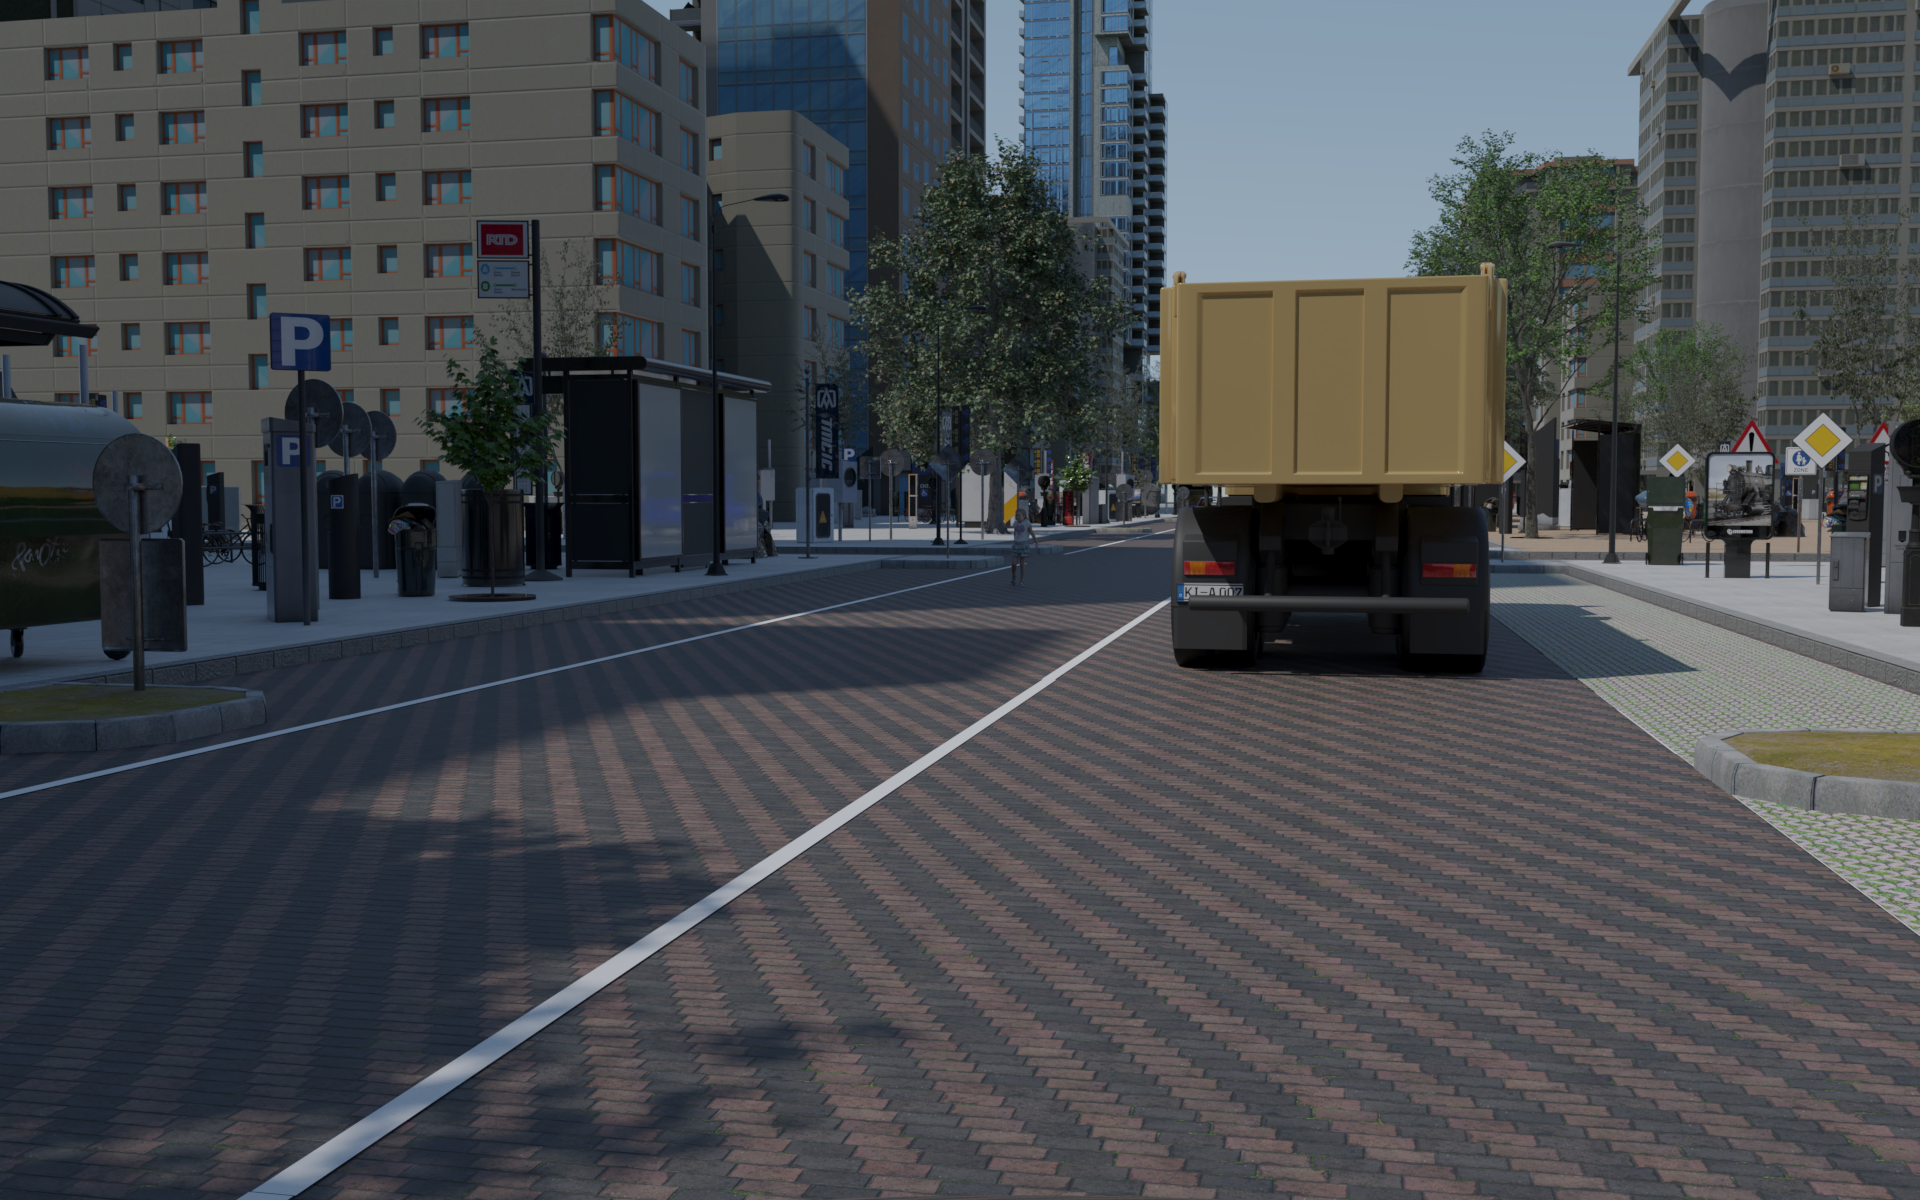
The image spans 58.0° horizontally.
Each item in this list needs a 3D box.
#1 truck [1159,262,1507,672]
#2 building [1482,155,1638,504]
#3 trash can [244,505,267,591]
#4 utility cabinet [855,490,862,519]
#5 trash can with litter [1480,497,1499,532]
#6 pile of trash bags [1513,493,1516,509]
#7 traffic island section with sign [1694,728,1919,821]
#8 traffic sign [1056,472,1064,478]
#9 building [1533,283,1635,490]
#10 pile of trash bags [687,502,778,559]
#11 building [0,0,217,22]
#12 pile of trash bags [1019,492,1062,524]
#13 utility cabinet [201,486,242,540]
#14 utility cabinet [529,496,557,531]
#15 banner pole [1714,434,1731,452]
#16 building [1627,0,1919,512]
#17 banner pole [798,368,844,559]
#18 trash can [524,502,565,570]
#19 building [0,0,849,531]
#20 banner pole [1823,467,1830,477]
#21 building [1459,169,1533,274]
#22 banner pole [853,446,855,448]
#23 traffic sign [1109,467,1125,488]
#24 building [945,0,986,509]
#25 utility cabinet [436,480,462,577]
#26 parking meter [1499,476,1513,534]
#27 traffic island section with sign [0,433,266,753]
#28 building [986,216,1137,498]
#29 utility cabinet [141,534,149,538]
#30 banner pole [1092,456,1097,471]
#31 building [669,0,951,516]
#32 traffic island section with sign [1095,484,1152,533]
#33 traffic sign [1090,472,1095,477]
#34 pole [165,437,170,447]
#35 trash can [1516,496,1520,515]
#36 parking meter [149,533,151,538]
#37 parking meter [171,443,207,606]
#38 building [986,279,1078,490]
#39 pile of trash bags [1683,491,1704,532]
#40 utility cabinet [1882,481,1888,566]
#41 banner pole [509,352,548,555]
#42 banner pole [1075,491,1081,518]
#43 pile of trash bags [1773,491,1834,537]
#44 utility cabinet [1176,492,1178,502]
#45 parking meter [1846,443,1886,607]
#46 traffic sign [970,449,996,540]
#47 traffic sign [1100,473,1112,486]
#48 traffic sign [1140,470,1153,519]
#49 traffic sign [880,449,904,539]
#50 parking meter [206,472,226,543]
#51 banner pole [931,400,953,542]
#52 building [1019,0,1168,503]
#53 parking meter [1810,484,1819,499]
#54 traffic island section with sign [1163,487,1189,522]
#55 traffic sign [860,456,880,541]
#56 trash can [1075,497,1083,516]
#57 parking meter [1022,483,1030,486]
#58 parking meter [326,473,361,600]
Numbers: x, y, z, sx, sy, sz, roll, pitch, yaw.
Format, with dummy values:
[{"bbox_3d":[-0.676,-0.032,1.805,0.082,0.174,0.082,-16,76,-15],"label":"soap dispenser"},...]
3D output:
[{"bbox_3d":[3.828,-1.332,17.710,3.469,3.379,9.791,1,4,13],"label":"truck"},{"bbox_3d":[80.439,-35.088,228.316,22.147,44.769,28.867,1,4,12],"label":"building"},{"bbox_3d":[-9.151,-0.704,23.161,0.748,1.137,0.748,0,3,0],"label":"trash can"},{"bbox_3d":[-5.078,-4.793,87.039,0.318,1.500,1.173,0,4,-1],"label":"utility cabinet"},{"bbox_3d":[17.818,-2.911,58.987,0.624,1.170,1.055,-2,4,-34],"label":"trash can with litter"},{"bbox_3d":[27.629,-4.951,90.707,3.447,1.369,1.912,-1,4,-22],"label":"pile of trash bags"},{"bbox_3d":[4.725,0.015,8.389,1.989,1.847,2.006,1,4,12],"label":"traffic island section with sign"},{"bbox_3d":[4.571,-4.637,76.994,0.795,2.450,0.064,1,4,14],"label":"traffic sign"},{"bbox_3d":[67.152,-18.890,153.897,27.650,21.520,28.899,1,4,12],"label":"building"},{"bbox_3d":[-5.392,-1.577,35.530,3.447,1.369,1.912,1,4,21],"label":"pile of trash bags"},{"bbox_3d":[-47.428,-39.082,77.238,20.611,71.187,20.563,1,4,12],"label":"building"},{"bbox_3d":[3.201,-3.961,74.507,1.912,1.369,3.447,2,4,24],"label":"pile of trash bags"},{"bbox_3d":[-20.325,-2.369,47.412,1.173,1.500,0.318,-1,4,-11],"label":"utility cabinet"},{"bbox_3d":[-13.704,-2.808,57.067,0.306,1.237,1.020,2,4,35],"label":"utility cabinet"},{"bbox_3d":[31.766,-5.037,72.364,0.401,3.779,0.863,-3,5,-41],"label":"banner pole"},{"bbox_3d":[63.617,-26.618,127.089,32.217,40.220,23.993,1,4,12],"label":"building"},{"bbox_3d":[-2.800,-2.717,34.440,0.863,3.779,0.401,0,4,2],"label":"banner pole"},{"bbox_3d":[-7.113,-1.096,29.571,0.748,1.137,0.748,0,3,0],"label":"trash can"},{"bbox_3d":[-22.089,-14.110,75.744,27.650,21.520,28.899,1,4,12],"label":"building"},{"bbox_3d":[38.235,-5.287,76.466,0.863,3.779,0.401,-3,4,-38],"label":"banner pole"},{"bbox_3d":[84.522,-38.499,253.160,21.300,48.544,21.600,1,4,12],"label":"building"},{"bbox_3d":[-5.141,-5.449,79.111,0.863,3.779,0.401,1,4,22],"label":"banner pole"},{"bbox_3d":[7.361,-4.961,81.223,0.768,2.556,0.104,1,4,15],"label":"traffic sign"},{"bbox_3d":[-6.782,-42.319,130.165,20.563,71.187,20.611,1,4,12],"label":"building"},{"bbox_3d":[-7.948,-1.118,26.951,0.318,1.500,1.173,-1,4,-11],"label":"utility cabinet"},{"bbox_3d":[17.528,-3.053,55.620,0.255,1.863,0.399,-2,4,-31],"label":"parking meter"},{"bbox_3d":[-5.411,-0.118,10.555,1.989,1.847,2.006,1,4,12],"label":"traffic island section with sign"},{"bbox_3d":[8.657,-32.867,229.260,32.217,40.220,23.993,1,4,12],"label":"building"},{"bbox_3d":[-9.738,-0.547,20.099,0.306,1.237,1.020,0,4,-6],"label":"utility cabinet"},{"bbox_3d":[8.881,-7.600,114.269,0.401,3.779,0.863,-1,4,-19],"label":"banner pole"},{"bbox_3d":[-8.810,-28.031,108.422,14.600,45.320,14.200,1,4,12],"label":"building"},{"bbox_3d":[6.148,-3.430,64.715,1.989,1.847,2.006,1,4,12],"label":"traffic island section with sign"},{"bbox_3d":[7.394,-6.079,99.503,0.768,2.556,0.104,1,4,17],"label":"traffic sign"},{"bbox_3d":[-28.285,-4.169,61.999,0.158,3.312,0.155,0,3,0],"label":"pole"},{"bbox_3d":[34.150,-5.728,105.312,0.748,1.137,0.748,0,3,0],"label":"trash can"},{"bbox_3d":[-10.856,-1.052,22.909,0.255,1.863,0.399,-2,4,-26],"label":"parking meter"},{"bbox_3d":[-8.946,-0.876,20.041,0.255,1.863,0.399,-3,5,-39],"label":"parking meter"},{"bbox_3d":[-4.652,-19.050,156.499,27.650,21.520,28.899,1,4,12],"label":"building"},{"bbox_3d":[25.350,-3.096,60.377,1.912,1.369,3.447,1,4,17],"label":"pile of trash bags"},{"bbox_3d":[16.321,-1.335,30.510,1.173,1.500,0.318,-3,4,-36],"label":"utility cabinet"},{"bbox_3d":[-7.568,-2.485,30.648,0.863,3.779,0.401,0,4,-1],"label":"banner pole"},{"bbox_3d":[6.588,-6.421,95.000,0.401,3.779,0.863,2,4,33],"label":"banner pole"},{"bbox_3d":[24.972,-2.605,52.349,3.447,1.369,1.912,1,4,10],"label":"pile of trash bags"},{"bbox_3d":[14.768,-6.485,114.712,1.173,1.500,0.318,-1,4,-15],"label":"utility cabinet"},{"bbox_3d":[10.288,-0.855,19.695,0.399,1.863,0.255,-3,4,-36],"label":"parking meter"},{"bbox_3d":[0.633,-2.970,48.660,0.768,2.556,0.104,1,4,14],"label":"traffic sign"},{"bbox_3d":[8.811,-6.380,104.420,0.768,2.556,0.104,1,4,14],"label":"traffic sign"},{"bbox_3d":[9.719,-5.546,90.775,0.768,2.556,0.104,1,4,21],"label":"traffic sign"},{"bbox_3d":[-1.954,-2.985,48.907,0.768,2.556,0.104,1,4,19],"label":"traffic sign"},{"bbox_3d":[-19.719,-2.458,45.892,0.399,1.863,0.255,1,4,8],"label":"parking meter"},{"bbox_3d":[-0.443,-3.428,46.062,0.401,3.779,0.863,3,4,37],"label":"banner pole"},{"bbox_3d":[19.965,-57.543,253.503,22.319,86.520,31.000,1,4,12],"label":"building"},{"bbox_3d":[49.481,-5.786,100.308,0.255,1.863,0.399,-2,4,-33],"label":"parking meter"},{"bbox_3d":[11.767,-5.043,91.081,1.989,1.847,2.006,1,4,12],"label":"traffic island section with sign"},{"bbox_3d":[-2.440,-2.740,46.921,0.606,2.300,0.079,1,4,21],"label":"traffic sign"},{"bbox_3d":[7.056,-5.498,101.538,0.748,1.137,0.748,0,3,0],"label":"trash can"},{"bbox_3d":[3.527,-5.342,93.050,0.399,1.863,0.255,-2,4,-32],"label":"parking meter"},{"bbox_3d":[-7.543,-0.782,21.196,0.372,1.533,0.369,0,3,0],"label":"parking meter"}]
